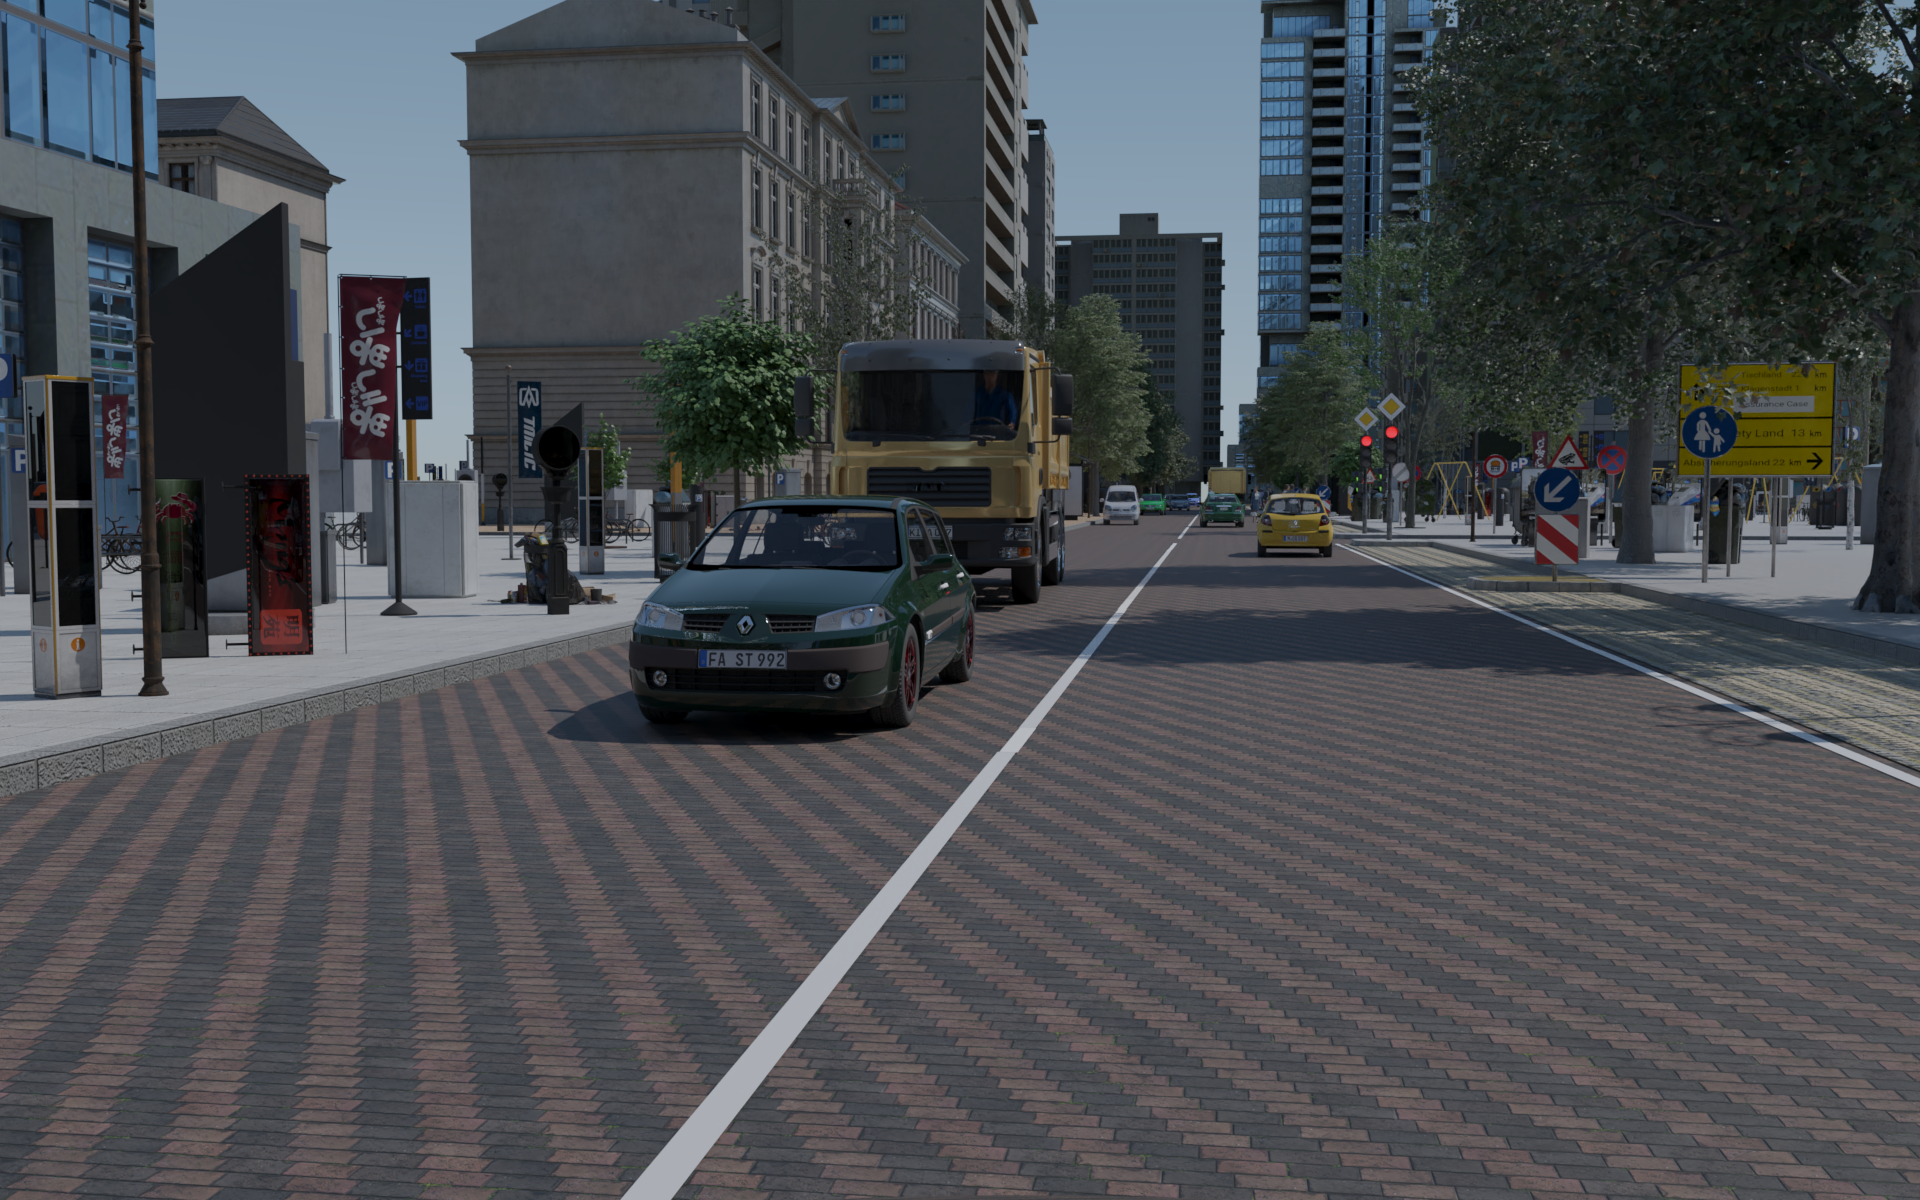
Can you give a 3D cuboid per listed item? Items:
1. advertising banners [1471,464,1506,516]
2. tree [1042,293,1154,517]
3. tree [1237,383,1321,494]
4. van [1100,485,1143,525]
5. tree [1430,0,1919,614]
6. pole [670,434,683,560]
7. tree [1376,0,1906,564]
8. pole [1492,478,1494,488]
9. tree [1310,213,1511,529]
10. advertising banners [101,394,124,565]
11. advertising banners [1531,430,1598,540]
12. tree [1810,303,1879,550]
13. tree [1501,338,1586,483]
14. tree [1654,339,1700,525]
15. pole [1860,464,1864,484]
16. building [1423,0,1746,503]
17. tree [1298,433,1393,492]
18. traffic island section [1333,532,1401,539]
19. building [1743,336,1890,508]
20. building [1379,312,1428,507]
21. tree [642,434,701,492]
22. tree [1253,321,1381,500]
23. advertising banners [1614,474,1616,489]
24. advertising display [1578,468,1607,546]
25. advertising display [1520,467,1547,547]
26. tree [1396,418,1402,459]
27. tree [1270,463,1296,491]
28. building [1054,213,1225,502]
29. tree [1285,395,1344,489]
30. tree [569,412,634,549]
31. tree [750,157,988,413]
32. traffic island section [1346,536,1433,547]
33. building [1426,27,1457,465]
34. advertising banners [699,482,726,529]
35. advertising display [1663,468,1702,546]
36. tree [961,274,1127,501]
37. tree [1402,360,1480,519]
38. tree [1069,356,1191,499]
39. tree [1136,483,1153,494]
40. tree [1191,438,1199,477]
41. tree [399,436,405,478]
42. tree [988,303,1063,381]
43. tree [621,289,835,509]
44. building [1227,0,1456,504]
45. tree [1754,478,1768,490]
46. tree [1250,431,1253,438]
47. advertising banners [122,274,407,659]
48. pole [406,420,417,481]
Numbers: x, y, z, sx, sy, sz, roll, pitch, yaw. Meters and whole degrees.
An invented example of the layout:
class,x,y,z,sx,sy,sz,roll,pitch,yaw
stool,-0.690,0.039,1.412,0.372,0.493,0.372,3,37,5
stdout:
class,x,y,z,sx,sy,sz,roll,pitch,yaw
advertising banners,30.298,-6.307,99.309,2.074,3.025,0.090,0,4,-3
tree,7.369,-11.030,98.464,7.486,12.596,7.792,0,3,0
tree,36.380,-17.642,195.103,9.857,13.997,8.962,0,3,0
van,7.566,-4.526,81.017,2.013,2.044,4.112,0,4,7
tree,10.230,-6.207,18.485,9.611,12.733,9.660,0,3,0
pole,-5.292,-2.351,32.282,0.158,3.312,0.155,0,3,0
tree,12.637,-7.647,31.687,9.857,13.997,8.962,0,3,0
pole,35.616,-7.446,115.586,0.158,3.312,0.155,0,3,0
tree,16.795,-8.466,64.167,9.928,11.665,9.643,0,3,0
advertising banners,-15.565,-2.101,30.547,2.074,3.025,0.090,1,4,9
advertising banners,16.468,-3.122,47.240,0.090,3.025,2.074,-3,4,-38
tree,20.222,-5.458,39.594,4.360,8.622,3.978,0,3,0
tree,25.441,-7.617,74.900,4.737,8.622,4.395,0,3,0
tree,28.499,-7.119,66.765,4.360,8.622,3.978,0,3,0
pole,56.551,-7.023,108.674,0.158,3.312,0.155,0,3,0
building,48.741,-42.705,136.476,20.563,71.187,20.611,1,4,8
tree,21.117,-6.608,91.761,4.285,4.588,4.351,0,3,0
traffic island section,13.098,-2.061,55.983,2.009,0.180,2.903,1,4,8
building,91.635,-20.042,172.726,28.899,21.520,27.650,1,4,8
building,58.106,-20.236,175.900,27.650,21.520,28.899,1,4,8
tree,-7.827,-3.302,48.583,1.663,3.219,1.824,0,3,0
tree,23.894,-11.983,114.047,7.486,12.596,7.792,0,3,0
advertising banners,39.331,-6.504,102.523,0.090,3.025,2.074,-3,5,-45
advertising display,15.589,-2.296,42.755,0.974,1.923,0.123,-2,4,-33
advertising display,13.849,-2.228,41.647,0.123,1.923,0.974,-2,4,-24
tree,33.726,-10.727,125.742,4.360,8.622,3.978,0,3,0
tree,31.165,-10.823,160.667,4.285,4.588,4.351,0,3,0
building,24.874,-33.671,242.396,23.993,40.220,32.217,1,4,8
tree,25.214,-10.464,121.441,4.737,8.622,4.395,0,3,0
tree,-8.517,-2.824,40.778,1.663,3.219,1.824,0,3,0
tree,-2.310,-5.308,37.154,4.360,8.622,3.978,0,3,0
traffic island section,11.936,-1.578,48.083,2.009,0.180,2.903,1,4,8
building,48.945,-28.830,154.959,14.154,41.232,14.086,1,4,8
advertising banners,-9.952,-4.464,69.181,0.090,3.025,2.074,-3,5,-39
advertising display,17.863,-2.302,42.853,0.974,1.923,0.123,0,4,-6
tree,3.667,-8.514,73.619,7.601,10.594,8.767,2,4,32
tree,25.488,-8.595,90.887,4.360,8.622,3.978,0,3,0
tree,13.136,-13.518,138.031,9.611,12.733,9.660,0,3,0
tree,20.695,-14.532,187.964,4.360,8.622,3.978,0,3,0
tree,18.288,-15.817,175.609,9.611,12.733,9.660,0,3,0
tree,-15.970,-3.293,48.440,1.663,3.219,1.824,0,3,0
tree,1.715,-7.082,66.146,4.360,8.622,3.978,0,3,0
tree,-3.699,-2.701,27.873,4.285,4.588,4.351,0,3,0
building,51.619,-56.159,230.874,31.000,86.520,22.319,1,4,8
tree,46.288,-9.018,97.801,4.737,8.622,4.395,0,3,0
tree,28.929,-14.202,150.325,7.486,12.596,7.792,0,3,0
advertising banners,-5.419,-1.068,13.655,2.074,3.025,0.090,-1,4,-18
pole,-11.353,-2.571,35.886,0.158,3.312,0.155,0,3,0
